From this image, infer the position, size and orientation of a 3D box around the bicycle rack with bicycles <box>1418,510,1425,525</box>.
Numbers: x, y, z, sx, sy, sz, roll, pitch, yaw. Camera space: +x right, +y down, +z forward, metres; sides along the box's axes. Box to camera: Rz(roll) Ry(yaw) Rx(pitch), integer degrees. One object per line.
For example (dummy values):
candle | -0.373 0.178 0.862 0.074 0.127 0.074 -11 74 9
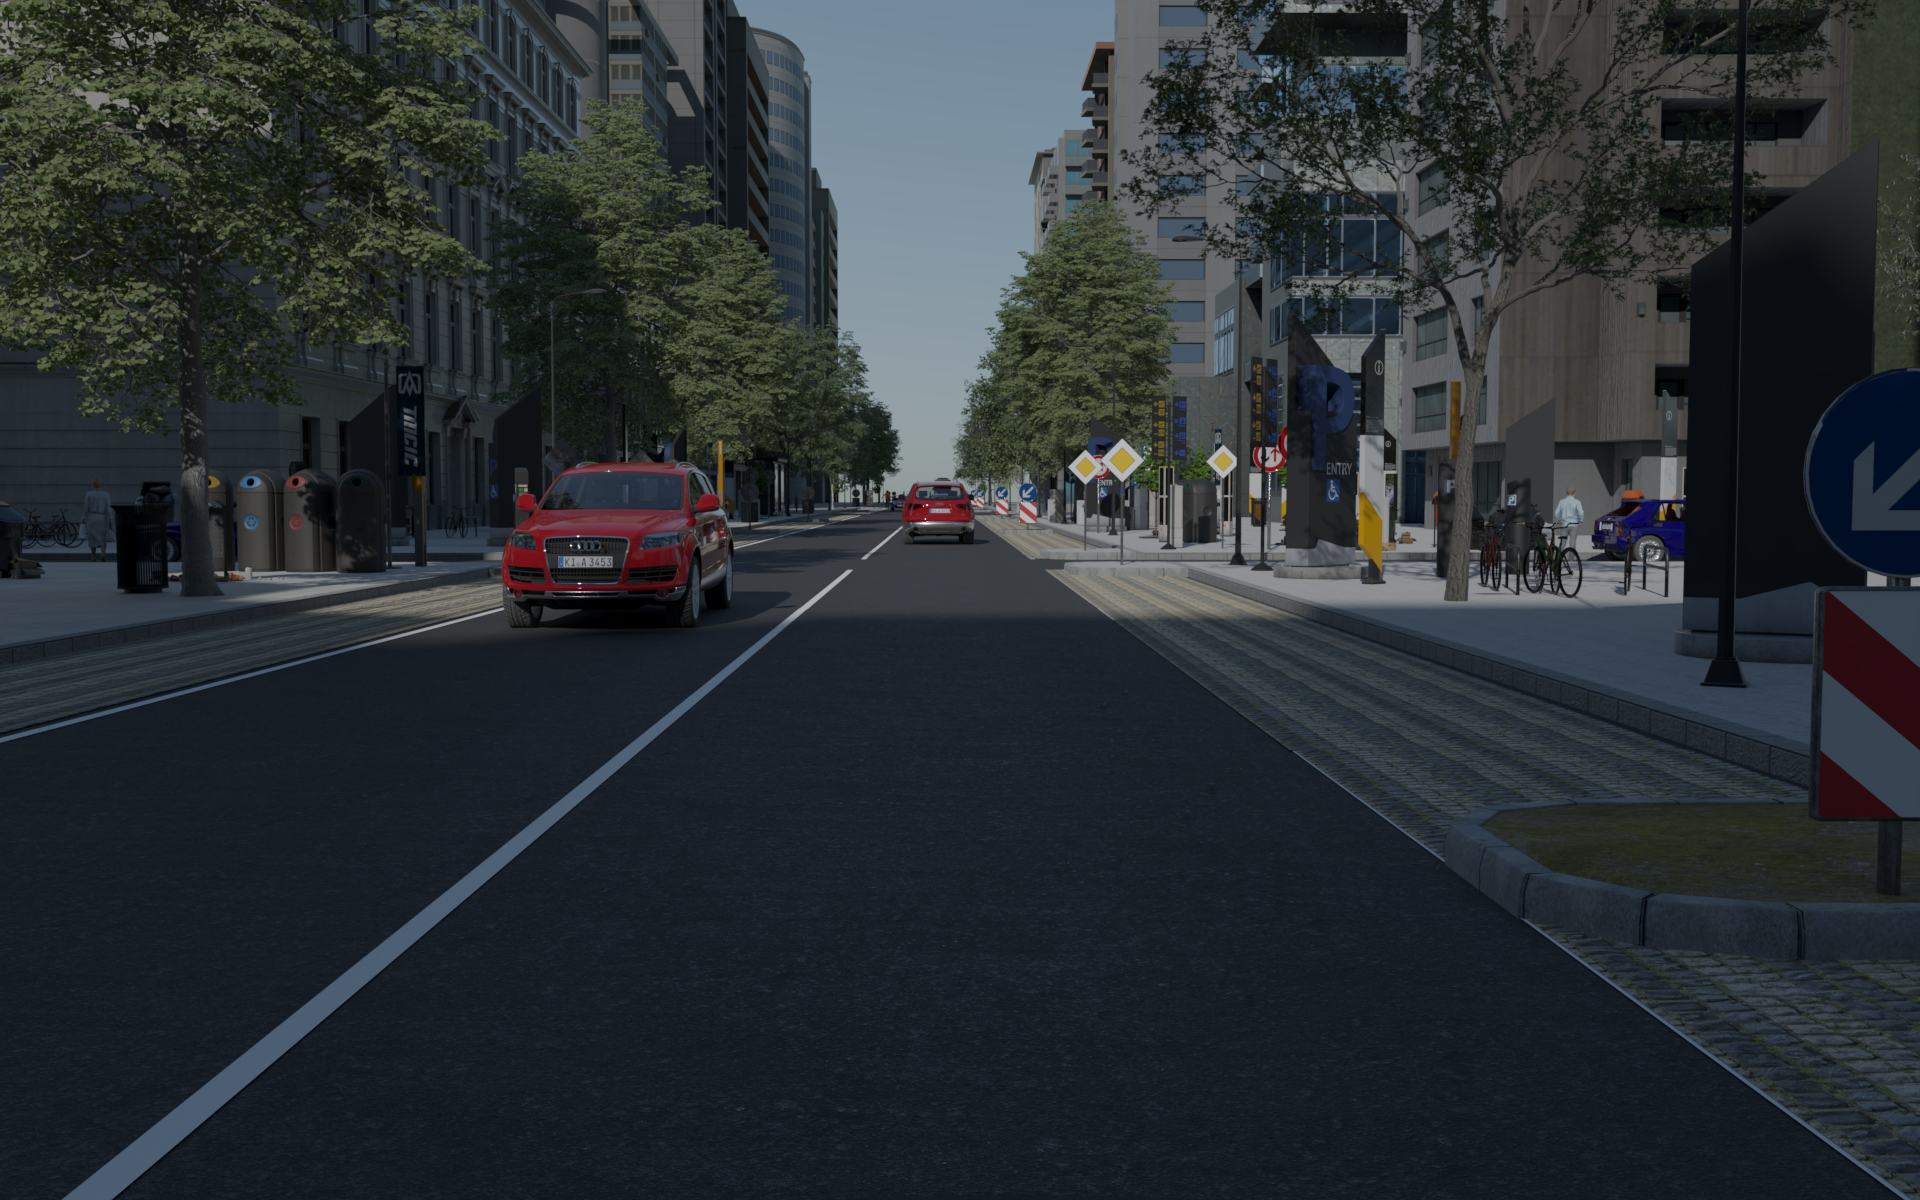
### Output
bicycle rack with bicycles | 21.023 -3.632 72.763 2.925 0.926 2.852 2 4 31

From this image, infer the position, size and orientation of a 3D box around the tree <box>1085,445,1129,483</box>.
tree | 7.462 -6.452 89.211 4.285 4.588 4.351 0 3 0

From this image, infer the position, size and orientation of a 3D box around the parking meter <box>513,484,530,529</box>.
parking meter | -10.353 -1.986 40.887 0.372 1.533 0.369 0 3 0

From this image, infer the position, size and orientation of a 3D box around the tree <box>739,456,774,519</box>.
tree | -10.450 -5.770 88.936 1.663 3.219 1.824 0 3 0

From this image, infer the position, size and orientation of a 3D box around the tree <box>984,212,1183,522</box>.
tree | 5.468 -10.593 79.852 9.857 13.997 8.962 0 3 0

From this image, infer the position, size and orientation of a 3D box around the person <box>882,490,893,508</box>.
person | -7.236 -10.013 172.175 1.348 1.831 0.705 2 4 24

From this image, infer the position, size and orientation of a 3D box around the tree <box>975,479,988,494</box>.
tree | 2.983 -15.493 247.913 1.663 3.219 1.824 0 3 0

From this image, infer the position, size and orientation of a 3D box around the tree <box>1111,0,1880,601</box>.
tree | 5.895 -5.245 20.169 8.767 10.594 7.601 1 4 8

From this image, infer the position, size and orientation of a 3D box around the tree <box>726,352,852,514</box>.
tree | -10.913 -10.717 109.637 8.767 10.594 7.601 0 4 2

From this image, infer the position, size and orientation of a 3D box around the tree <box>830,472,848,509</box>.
tree | -10.752 -9.483 149.649 1.663 3.219 1.824 0 3 0

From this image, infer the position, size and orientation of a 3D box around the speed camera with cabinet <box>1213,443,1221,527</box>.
speed camera with cabinet | 9.949 -4.423 66.645 0.660 3.252 2.038 1 4 12

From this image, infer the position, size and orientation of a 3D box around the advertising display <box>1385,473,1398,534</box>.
advertising display | 13.467 -2.990 54.107 0.123 1.923 0.974 0 4 -2

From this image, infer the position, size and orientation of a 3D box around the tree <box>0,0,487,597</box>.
tree | -9.460 -6.296 21.069 7.486 12.596 7.792 0 3 0

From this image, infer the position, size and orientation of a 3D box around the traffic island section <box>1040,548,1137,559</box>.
traffic island section | 2.861 -1.041 39.299 2.009 0.180 2.903 0 4 -1

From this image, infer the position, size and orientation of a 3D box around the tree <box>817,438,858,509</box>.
tree | -10.648 -11.916 145.187 4.360 8.622 3.978 0 3 0

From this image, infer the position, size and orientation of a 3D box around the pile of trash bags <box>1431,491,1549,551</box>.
pile of trash bags | 12.132 -1.874 40.386 1.912 1.369 3.447 -1 4 -21

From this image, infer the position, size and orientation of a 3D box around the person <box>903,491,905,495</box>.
person | -8.506 -15.643 263.900 0.705 1.869 1.348 1 4 16

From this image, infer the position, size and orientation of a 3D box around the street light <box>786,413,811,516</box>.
street light | -9.307 -7.757 99.363 1.470 5.913 1.316 0 4 -1

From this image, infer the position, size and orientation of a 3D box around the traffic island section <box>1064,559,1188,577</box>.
traffic island section | 2.943 -0.552 31.314 2.009 0.180 2.903 0 4 -1

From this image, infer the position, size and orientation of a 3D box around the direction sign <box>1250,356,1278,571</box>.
direction sign | 5.065 -2.258 28.919 0.379 3.537 0.876 3 4 38

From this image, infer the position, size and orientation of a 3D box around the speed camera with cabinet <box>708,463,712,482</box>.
speed camera with cabinet | -16.220 -7.025 109.193 0.660 3.252 2.038 -2 4 -28

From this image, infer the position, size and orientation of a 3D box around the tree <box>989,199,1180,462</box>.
tree | 4.842 -9.129 67.388 7.486 12.596 7.792 0 3 0

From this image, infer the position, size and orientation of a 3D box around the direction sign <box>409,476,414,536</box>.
direction sign | -16.855 -3.760 53.467 0.876 3.537 0.379 2 4 33

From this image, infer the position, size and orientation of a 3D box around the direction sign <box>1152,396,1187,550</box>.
direction sign | 4.826 -2.937 40.016 0.876 3.537 0.379 -1 4 -20

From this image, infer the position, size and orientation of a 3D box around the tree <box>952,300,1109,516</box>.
tree | 4.677 -11.279 101.419 9.611 12.733 9.660 0 3 0

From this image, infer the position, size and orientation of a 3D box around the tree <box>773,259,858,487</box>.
tree | -9.830 -9.490 73.292 7.486 12.596 7.792 0 3 0

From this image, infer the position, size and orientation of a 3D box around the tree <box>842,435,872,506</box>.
tree | -11.730 -14.625 189.483 4.737 8.622 4.395 0 3 0

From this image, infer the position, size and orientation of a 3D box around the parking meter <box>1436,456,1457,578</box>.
parking meter | 7.550 -1.279 26.622 0.399 1.863 0.255 1 4 9

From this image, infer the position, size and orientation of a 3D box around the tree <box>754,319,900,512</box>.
tree | -11.068 -13.450 126.559 9.857 13.997 8.962 0 3 0

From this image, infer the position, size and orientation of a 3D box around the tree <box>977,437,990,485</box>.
tree | 3.975 -12.575 155.956 4.737 8.622 4.395 0 3 0

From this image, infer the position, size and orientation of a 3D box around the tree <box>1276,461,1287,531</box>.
tree | 11.773 -4.019 60.312 1.663 3.219 1.824 0 3 0

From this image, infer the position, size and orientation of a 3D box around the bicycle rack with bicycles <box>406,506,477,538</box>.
bicycle rack with bicycles | -15.427 -2.282 50.699 2.852 0.926 2.925 0 4 -2

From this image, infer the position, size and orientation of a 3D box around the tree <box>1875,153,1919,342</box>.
tree | 15.832 -4.615 25.816 4.360 8.622 3.978 0 3 0

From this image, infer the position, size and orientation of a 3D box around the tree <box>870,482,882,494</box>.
tree | -11.960 -15.655 250.552 1.663 3.219 1.824 0 3 0

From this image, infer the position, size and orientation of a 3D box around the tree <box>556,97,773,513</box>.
tree | -10.059 -8.047 49.694 7.486 12.596 7.792 0 3 0

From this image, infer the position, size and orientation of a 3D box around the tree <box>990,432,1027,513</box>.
tree | 4.975 -11.654 140.899 4.737 8.622 4.395 0 3 0

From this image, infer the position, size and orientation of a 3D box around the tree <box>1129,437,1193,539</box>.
tree | 5.560 -3.399 50.173 1.663 3.219 1.824 0 3 0

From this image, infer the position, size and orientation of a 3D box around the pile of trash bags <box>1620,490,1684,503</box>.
pile of trash bags | 16.784 -1.935 41.397 3.447 1.369 1.912 -3 5 -42

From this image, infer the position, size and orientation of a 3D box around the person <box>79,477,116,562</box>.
person | -17.455 -1.598 34.981 0.694 1.780 0.624 -1 4 -18

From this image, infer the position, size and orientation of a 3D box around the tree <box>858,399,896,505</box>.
tree | -11.013 -17.569 205.378 7.486 12.596 7.792 0 3 0

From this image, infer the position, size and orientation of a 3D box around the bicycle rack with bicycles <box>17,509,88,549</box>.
bicycle rack with bicycles | -22.050 -1.701 41.186 2.852 0.926 2.925 3 5 41

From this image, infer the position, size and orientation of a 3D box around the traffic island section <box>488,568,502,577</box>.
traffic island section | -7.148 -0.546 31.215 2.009 0.180 2.903 0 4 -1

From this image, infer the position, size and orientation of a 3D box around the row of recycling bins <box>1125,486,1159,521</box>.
row of recycling bins | 7.892 -4.642 83.002 3.534 1.692 1.069 2 4 29

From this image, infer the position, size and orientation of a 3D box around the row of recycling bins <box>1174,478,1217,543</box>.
row of recycling bins | 6.346 -2.444 47.076 1.069 1.692 3.534 0 4 -1

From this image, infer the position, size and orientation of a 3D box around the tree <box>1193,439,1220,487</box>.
tree | 8.508 -4.070 61.152 1.663 3.219 1.824 0 3 0

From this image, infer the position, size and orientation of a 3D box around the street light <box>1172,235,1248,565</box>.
street light | 4.495 -3.588 31.203 1.470 5.913 1.316 0 4 -1

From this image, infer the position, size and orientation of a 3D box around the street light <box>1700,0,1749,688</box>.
street light | 4.591 -2.379 11.445 1.470 5.913 1.316 0 4 -1

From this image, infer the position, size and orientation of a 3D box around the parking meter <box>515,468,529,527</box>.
parking meter | -9.692 -1.995 38.333 0.255 1.863 0.399 -1 4 -21

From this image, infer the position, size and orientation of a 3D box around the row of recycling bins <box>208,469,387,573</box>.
row of recycling bins | -11.179 -1.319 28.679 3.534 1.692 1.069 1 4 9

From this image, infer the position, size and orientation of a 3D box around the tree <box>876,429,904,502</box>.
tree | -12.528 -20.925 267.874 9.928 11.665 9.643 0 3 0

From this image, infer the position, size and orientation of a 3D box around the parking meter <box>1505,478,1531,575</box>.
parking meter | 8.908 -1.176 27.644 0.372 1.533 0.369 0 3 0

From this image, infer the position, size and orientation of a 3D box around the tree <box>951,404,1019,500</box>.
tree | 4.119 -16.459 179.467 12.009 13.543 11.850 0 3 0

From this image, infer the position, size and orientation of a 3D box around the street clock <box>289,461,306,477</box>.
street clock | -14.638 -2.064 38.324 0.358 2.002 0.471 -3 5 -41

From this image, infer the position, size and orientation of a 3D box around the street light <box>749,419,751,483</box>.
street light | -9.139 -6.548 79.606 1.470 5.913 1.316 0 4 -1

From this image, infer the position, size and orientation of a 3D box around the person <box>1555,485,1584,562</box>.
person | 12.028 -1.458 34.155 0.330 1.601 0.589 -3 5 -43

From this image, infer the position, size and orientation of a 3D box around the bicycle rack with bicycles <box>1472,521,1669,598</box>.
bicycle rack with bicycles | 7.953 -0.553 22.425 2.852 0.926 2.925 1 4 14
